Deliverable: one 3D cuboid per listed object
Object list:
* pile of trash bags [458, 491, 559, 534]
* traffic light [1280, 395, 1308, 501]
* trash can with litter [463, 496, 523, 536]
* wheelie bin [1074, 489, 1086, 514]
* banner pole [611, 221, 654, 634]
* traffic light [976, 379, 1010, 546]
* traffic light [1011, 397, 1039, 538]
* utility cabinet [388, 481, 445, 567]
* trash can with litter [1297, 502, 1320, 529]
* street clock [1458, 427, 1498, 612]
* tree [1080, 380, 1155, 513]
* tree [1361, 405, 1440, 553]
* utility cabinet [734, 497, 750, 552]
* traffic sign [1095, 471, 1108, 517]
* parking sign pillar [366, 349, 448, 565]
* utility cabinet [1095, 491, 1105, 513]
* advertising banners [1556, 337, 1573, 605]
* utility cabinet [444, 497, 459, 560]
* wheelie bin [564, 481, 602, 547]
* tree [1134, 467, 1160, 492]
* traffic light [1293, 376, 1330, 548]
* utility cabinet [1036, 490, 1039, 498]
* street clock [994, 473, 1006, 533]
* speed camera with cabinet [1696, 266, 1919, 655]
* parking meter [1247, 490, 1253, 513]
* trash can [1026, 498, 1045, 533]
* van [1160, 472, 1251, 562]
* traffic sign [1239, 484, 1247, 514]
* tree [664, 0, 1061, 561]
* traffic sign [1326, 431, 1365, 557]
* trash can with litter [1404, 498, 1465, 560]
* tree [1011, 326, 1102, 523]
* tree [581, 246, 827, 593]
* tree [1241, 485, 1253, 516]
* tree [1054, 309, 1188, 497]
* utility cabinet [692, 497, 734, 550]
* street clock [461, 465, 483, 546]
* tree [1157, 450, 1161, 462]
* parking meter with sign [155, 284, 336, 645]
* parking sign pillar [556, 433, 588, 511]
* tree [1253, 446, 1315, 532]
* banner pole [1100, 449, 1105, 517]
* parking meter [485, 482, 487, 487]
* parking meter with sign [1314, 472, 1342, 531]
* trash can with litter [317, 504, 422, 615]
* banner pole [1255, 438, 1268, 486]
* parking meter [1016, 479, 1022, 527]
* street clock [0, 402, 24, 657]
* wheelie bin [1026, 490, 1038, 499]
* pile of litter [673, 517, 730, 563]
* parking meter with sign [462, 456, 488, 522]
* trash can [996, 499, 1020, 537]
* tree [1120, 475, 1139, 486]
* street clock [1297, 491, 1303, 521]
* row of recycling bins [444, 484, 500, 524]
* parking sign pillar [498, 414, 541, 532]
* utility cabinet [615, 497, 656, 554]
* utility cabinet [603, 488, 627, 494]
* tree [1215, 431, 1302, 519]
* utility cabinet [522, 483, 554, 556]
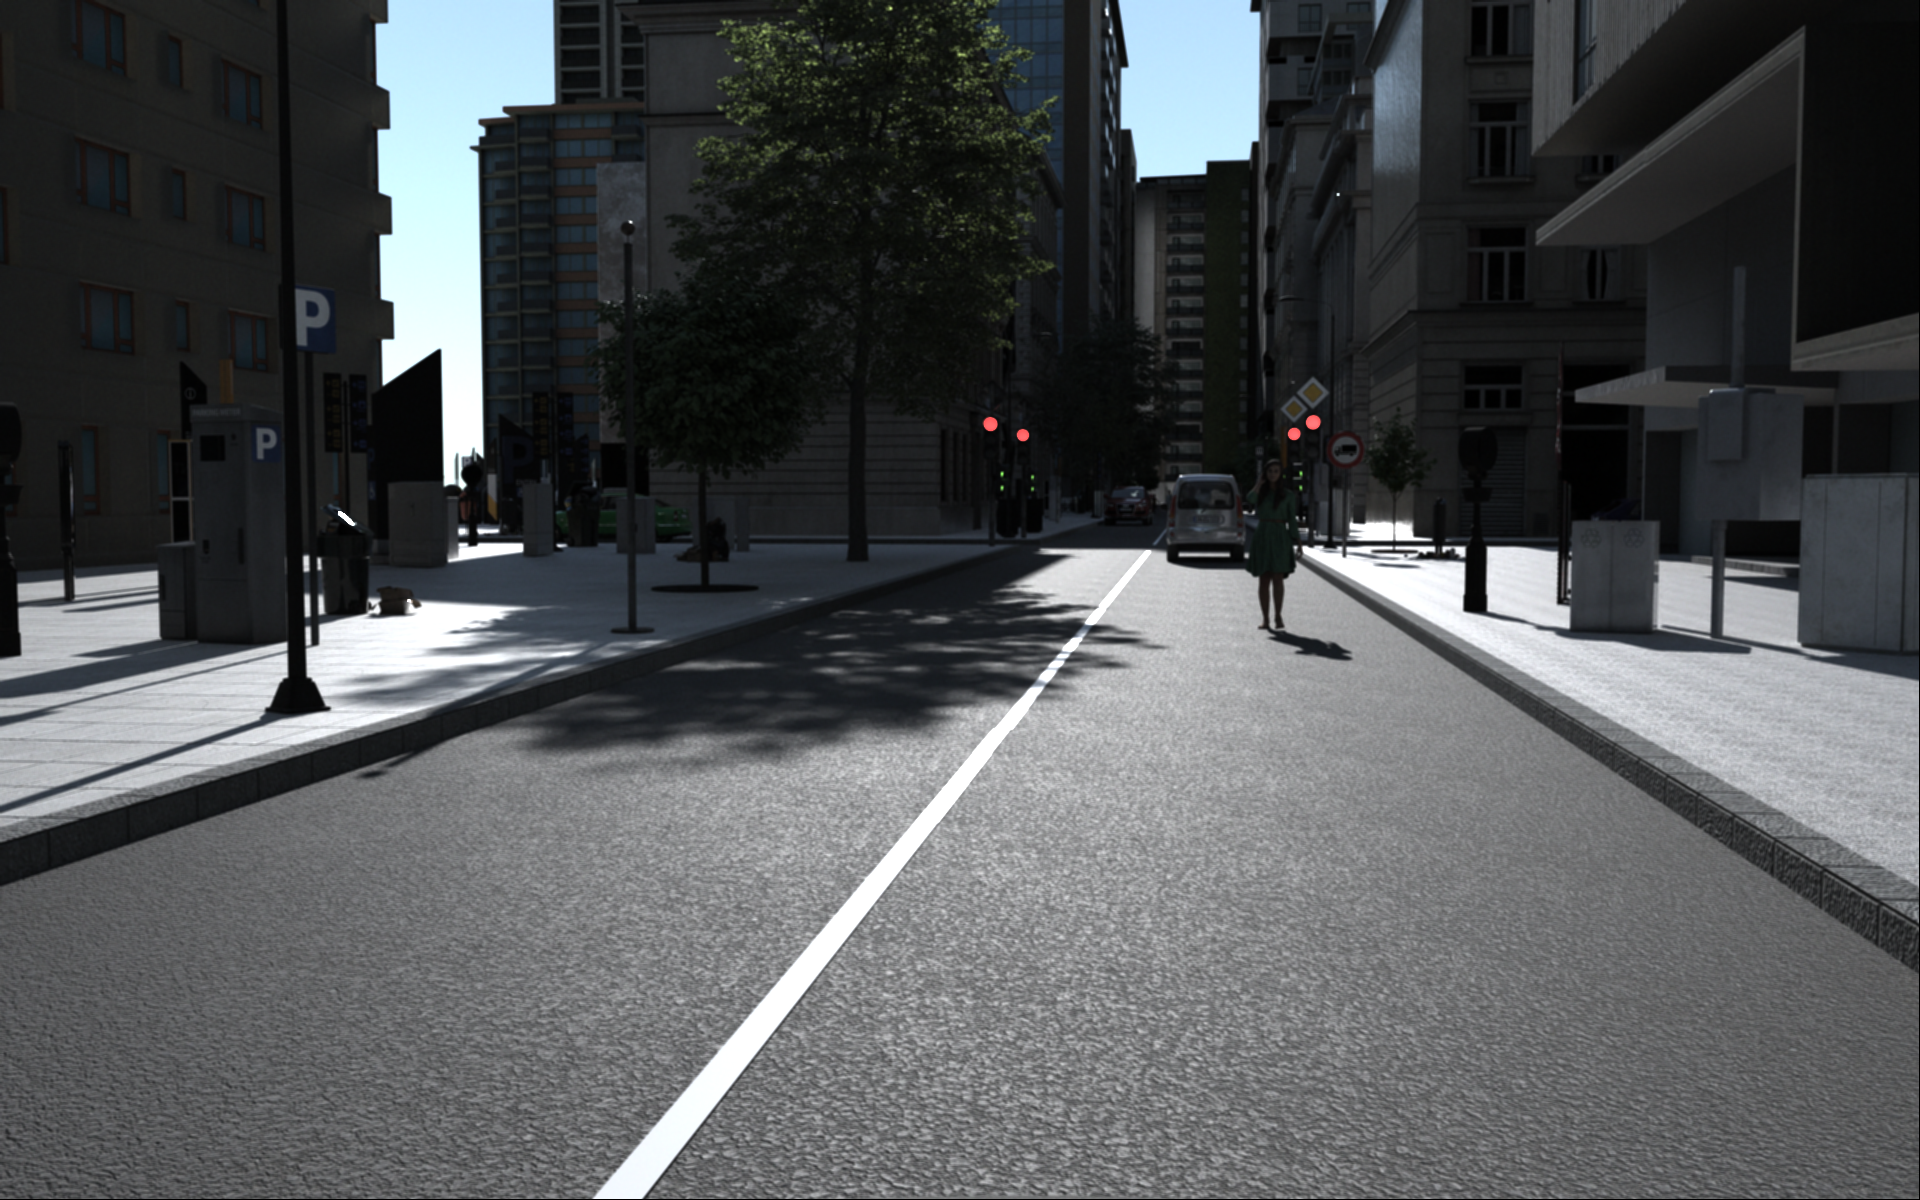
[{"bbox_3d":[-14.421,-2.814,55.758,3.447,1.369,1.912,0,4,0],"label":"pile of trash bags"},{"bbox_3d":[9.468,-3.693,49.302,0.839,4.253,0.868,0,4,8],"label":"traffic light"},{"bbox_3d":[-14.277,-2.583,53.282,2.233,1.210,1.678,-2,4,-35],"label":"trash can with litter"},{"bbox_3d":[7.891,-6.472,113.733,0.693,1.594,0.980,-1,4,-18],"label":"wheelie bin"},{"bbox_3d":[-3.087,-1.603,16.227,0.401,3.779,0.863,-1,4,-10],"label":"banner pole"},{"bbox_3d":[0.798,-3.271,42.402,0.839,4.253,0.868,0,4,8],"label":"traffic light"},{"bbox_3d":[1.874,-3.755,50.315,0.839,4.253,0.868,0,4,8],"label":"traffic light"},{"bbox_3d":[-9.542,-1.327,30.368,1.173,1.500,0.318,2,4,35],"label":"utility cabinet"},{"bbox_3d":[12.931,-3.241,64.373,1.055,1.170,0.624,-3,4,-36],"label":"trash can with litter"},{"bbox_3d":[5.630,-0.874,18.868,0.358,2.002,0.471,3,5,44],"label":"street clock"},{"bbox_3d":[9.442,-9.839,111.237,4.737,8.622,4.395,0,3,0],"label":"tree"},{"bbox_3d":[9.638,-2.643,37.821,1.663,3.219,1.824,0,3,0],"label":"tree"},{"bbox_3d":[-4.888,-1.704,39.029,0.306,1.237,1.020,0,4,-7],"label":"utility cabinet"},{"bbox_3d":[7.692,-5.797,94.778,0.884,2.594,0.081,1,4,11],"label":"traffic sign"},{"bbox_3d":[-10.209,-2.655,31.875,1.447,3.967,1.447,-3,5,-41],"label":"parking sign pillar"},{"bbox_3d":[9.442,-6.581,116.283,0.318,1.500,1.173,-1,4,-22],"label":"utility cabinet"},{"bbox_3d":[7.086,-1.477,20.331,0.090,3.025,2.074,2,4,23],"label":"advertising banners"},{"bbox_3d":[-10.118,-1.401,34.064,0.306,1.237,1.020,0,4,-4],"label":"utility cabinet"},{"bbox_3d":[-9.163,-2.102,42.275,0.693,1.594,0.980,2,4,35],"label":"wheelie bin"},{"bbox_3d":[20.724,-12.748,192.141,4.285,4.588,4.351,0,3,0],"label":"tree"},{"bbox_3d":[8.392,-3.209,41.389,0.839,4.253,0.868,0,4,8],"label":"traffic light"},{"bbox_3d":[3.579,-4.941,89.466,0.318,1.500,1.173,3,5,40],"label":"utility cabinet"},{"bbox_3d":[1.308,-3.257,57.815,0.471,2.002,0.358,-1,4,-8],"label":"street clock"},{"bbox_3d":[7.267,-1.242,14.643,0.660,3.252,2.038,-2,4,-27],"label":"speed camera with cabinet"},{"bbox_3d":[19.448,-6.740,115.909,0.399,1.863,0.255,1,4,9],"label":"parking meter"},{"bbox_3d":[2.442,-2.807,57.545,0.748,1.137,0.748,0,3,0],"label":"trash can"},{"bbox_3d":[5.392,-1.900,38.083,2.013,2.044,4.112,0,4,8],"label":"van"},{"bbox_3d":[18.144,-6.716,109.816,0.884,2.594,0.081,1,4,14],"label":"traffic sign"},{"bbox_3d":[-1.570,-7.007,32.694,7.486,12.596,7.792,0,3,0],"label":"tree"},{"bbox_3d":[7.794,-2.137,35.052,0.768,2.556,0.104,1,4,13],"label":"traffic sign"},{"bbox_3d":[9.844,-1.463,34.975,1.678,1.210,2.233,2,4,24],"label":"trash can with litter"},{"bbox_3d":[4.255,-7.631,75.132,4.360,8.622,3.978,0,3,0],"label":"tree"},{"bbox_3d":[-3.368,-2.414,23.188,4.285,4.588,4.351,0,3,0],"label":"tree"},{"bbox_3d":[17.181,-6.548,101.666,1.663,3.219,1.824,0,3,0],"label":"tree"},{"bbox_3d":[10.620,-13.034,119.763,9.857,13.997,8.962,0,3,0],"label":"tree"},{"bbox_3d":[-5.654,-1.746,39.714,0.306,1.237,1.020,3,5,44],"label":"utility cabinet"},{"bbox_3d":[-12.038,-2.335,42.742,0.471,2.002,0.358,-2,4,-32],"label":"street clock"},{"bbox_3d":[19.117,-14.088,180.707,4.737,8.622,4.395,0,3,0],"label":"tree"},{"bbox_3d":[-6.224,-1.144,14.959,1.738,3.016,0.543,2,4,25],"label":"parking meter with sign"},{"bbox_3d":[-16.978,-5.341,75.804,1.447,3.967,1.447,-1,4,-22],"label":"parking sign pillar"},{"bbox_3d":[11.299,-3.967,59.455,1.663,3.219,1.824,0,3,0],"label":"tree"},{"bbox_3d":[7.916,-6.504,96.353,0.401,3.779,0.863,1,4,21],"label":"banner pole"},{"bbox_3d":[-23.861,-4.962,86.841,0.255,1.863,0.399,-1,4,-16],"label":"parking meter"},{"bbox_3d":[13.113,-3.975,61.247,1.738,3.016,0.543,-3,4,-37],"label":"parking meter with sign"},{"bbox_3d":[-6.345,-0.441,18.603,1.055,1.170,0.624,0,4,-5],"label":"trash can with litter"},{"bbox_3d":[13.389,-5.302,76.711,0.863,3.779,0.401,-2,4,-25],"label":"banner pole"},{"bbox_3d":[2.346,-3.724,66.594,0.255,1.863,0.399,3,5,42],"label":"parking meter"},{"bbox_3d":[-7.581,-0.558,13.688,0.358,2.002,0.471,-3,5,-43],"label":"street clock"},{"bbox_3d":[3.047,-4.131,75.451,0.693,1.594,0.980,-1,4,-15],"label":"wheelie bin"},{"bbox_3d":[-4.940,-1.176,33.194,1.176,0.858,1.719,1,4,10],"label":"pile of litter"},{"bbox_3d":[-22.517,-5.175,80.871,0.543,3.016,1.738,1,4,17],"label":"parking meter with sign"},{"bbox_3d":[1.453,-2.476,52.138,0.748,1.137,0.748,0,3,0],"label":"trash can"},{"bbox_3d":[17.151,-10.842,171.874,1.663,3.219,1.824,0,3,0],"label":"tree"},{"bbox_3d":[16.345,-4.798,83.011,0.358,2.002,0.471,3,4,36],"label":"street clock"},{"bbox_3d":[-20.599,-4.128,74.599,3.534,1.692,1.069,-3,4,-38],"label":"row of recycling bins"},{"bbox_3d":[-14.772,-4.261,58.141,1.447,3.967,1.447,-2,4,-27],"label":"parking sign pillar"},{"bbox_3d":[-7.030,-1.612,37.519,1.020,1.237,0.306,3,5,41],"label":"utility cabinet"},{"bbox_3d":[-12.229,-3.264,62.047,1.173,1.500,0.318,2,4,27],"label":"utility cabinet"},{"bbox_3d":[16.248,-6.742,93.940,4.285,4.588,4.351,0,3,0],"label":"tree"},{"bbox_3d":[-8.778,-1.671,35.994,0.318,1.500,1.173,0,4,3],"label":"utility cabinet"}]
